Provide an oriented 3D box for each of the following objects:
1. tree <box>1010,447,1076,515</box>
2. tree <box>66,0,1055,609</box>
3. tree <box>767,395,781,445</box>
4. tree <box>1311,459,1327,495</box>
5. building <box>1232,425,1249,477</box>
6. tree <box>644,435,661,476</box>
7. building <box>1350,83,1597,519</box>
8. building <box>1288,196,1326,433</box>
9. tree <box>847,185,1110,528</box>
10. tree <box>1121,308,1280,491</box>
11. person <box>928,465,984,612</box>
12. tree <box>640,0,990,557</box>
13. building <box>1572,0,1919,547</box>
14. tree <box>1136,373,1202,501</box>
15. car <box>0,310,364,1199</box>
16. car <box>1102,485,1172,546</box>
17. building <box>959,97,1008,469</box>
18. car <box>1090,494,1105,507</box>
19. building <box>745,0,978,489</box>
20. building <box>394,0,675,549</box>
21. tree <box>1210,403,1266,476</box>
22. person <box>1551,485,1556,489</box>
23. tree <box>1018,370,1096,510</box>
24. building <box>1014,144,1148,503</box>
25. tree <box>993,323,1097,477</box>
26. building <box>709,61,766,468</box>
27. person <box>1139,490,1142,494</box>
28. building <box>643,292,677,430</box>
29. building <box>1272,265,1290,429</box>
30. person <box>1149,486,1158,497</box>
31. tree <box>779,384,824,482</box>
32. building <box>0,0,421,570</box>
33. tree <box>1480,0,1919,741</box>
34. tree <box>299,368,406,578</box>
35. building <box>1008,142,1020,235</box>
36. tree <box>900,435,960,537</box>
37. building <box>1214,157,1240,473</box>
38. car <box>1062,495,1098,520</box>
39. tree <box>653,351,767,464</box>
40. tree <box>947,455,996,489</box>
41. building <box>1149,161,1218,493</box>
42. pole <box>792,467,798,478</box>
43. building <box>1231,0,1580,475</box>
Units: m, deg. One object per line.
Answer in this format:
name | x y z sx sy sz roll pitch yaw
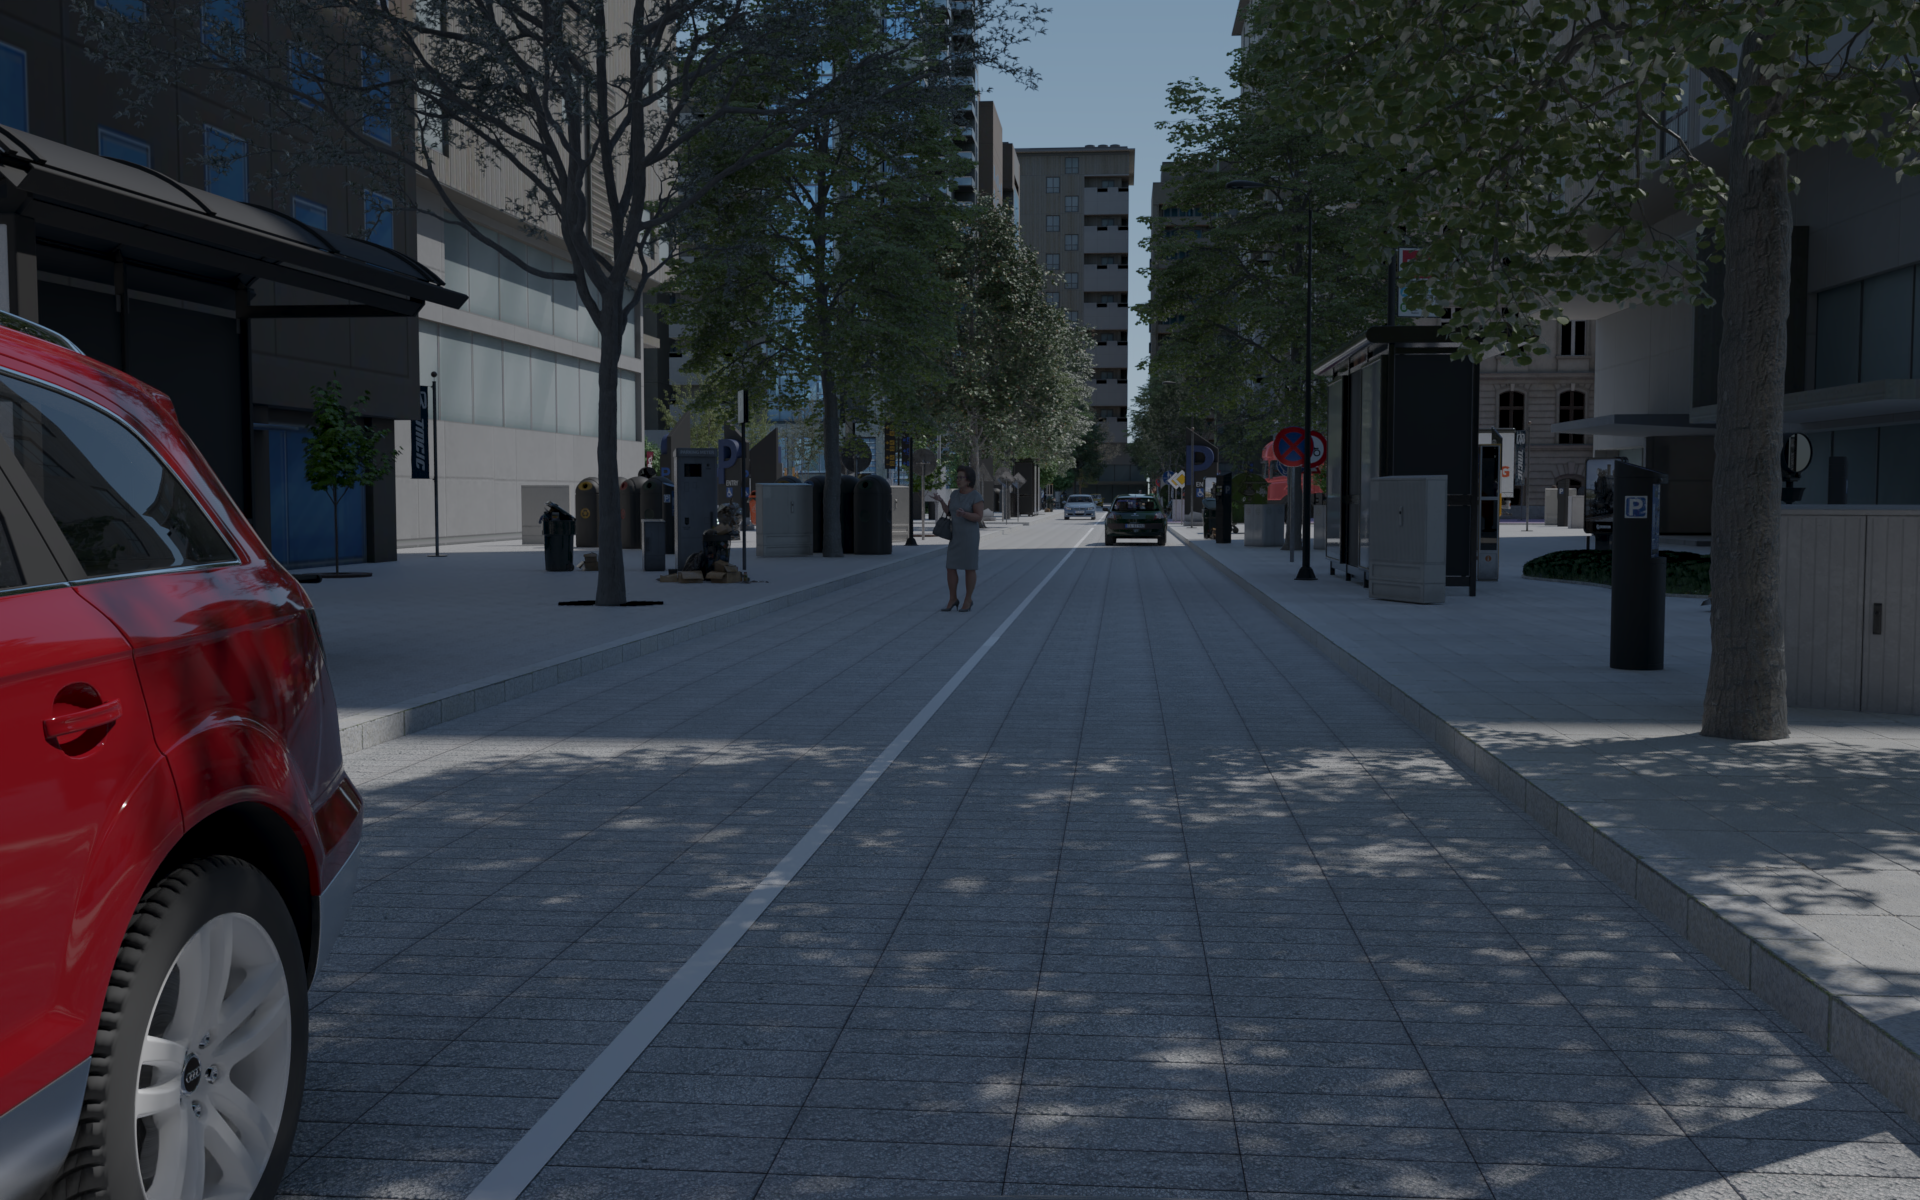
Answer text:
tree | 4.551 -7.615 108.226 4.285 4.588 4.351 0 3 0
tree | -4.070 -6.688 19.721 12.009 13.543 11.850 0 3 0
tree | -14.181 -10.424 120.798 4.737 8.622 4.395 0 3 0
tree | 14.921 -4.589 69.636 1.663 3.219 1.824 0 3 0
building | 40.243 -46.203 193.668 20.563 71.187 20.611 0 4 5
tree | -17.458 -6.858 95.846 4.285 4.588 4.351 0 3 0
building | 37.192 -16.666 91.573 34.723 24.649 14.460 0 4 5
building | 26.253 -15.890 108.951 9.793 20.994 18.267 0 4 5
tree | 0.512 -9.050 64.973 9.611 12.733 9.660 0 3 0
tree | 12.240 -9.203 84.884 7.601 10.594 8.767 -1 4 -11
person | -0.078 -0.747 21.076 0.716 1.782 0.532 3 4 38
tree | -2.874 -7.122 34.575 7.486 12.596 7.792 0 3 0
building | 29.371 -27.488 38.665 28.713 52.752 27.495 0 4 5
tree | 12.394 -9.228 101.239 4.360 8.622 3.978 0 3 0
car | -2.412 0.429 1.662 2.281 1.827 5.304 0 4 3
car | 5.046 -2.426 49.457 2.009 1.686 4.222 0 4 7
building | -2.647 -33.282 194.276 14.600 45.320 14.200 0 4 5
car | 14.558 -10.768 186.281 2.015 1.641 3.980 0 4 6
building | -8.348 -52.491 170.896 22.319 86.520 31.000 0 4 5
building | -24.399 -28.181 50.004 27.495 52.752 28.713 0 4 5
tree | 19.017 -10.297 118.717 4.737 8.622 4.395 0 3 0
person | 24.636 -3.866 71.959 0.529 1.795 0.600 0 4 -1
tree | 7.632 -13.348 143.999 9.928 11.665 9.643 0 3 0
building | 14.475 -41.047 260.360 27.495 52.752 28.713 0 4 5
tree | 4.710 -12.997 119.155 9.857 13.997 8.962 0 3 0
building | -21.533 -38.031 211.051 27.495 52.752 28.713 0 4 5
person | 15.127 -8.372 145.862 0.515 1.767 0.782 1 4 17
building | -47.041 -36.265 216.628 21.600 48.544 21.300 0 4 5
building | 31.742 -19.335 135.214 14.460 24.649 34.723 0 4 5
person | 8.956 -4.363 80.082 0.600 1.795 0.529 -2 4 -35
tree | -10.396 -10.155 116.402 4.360 8.622 3.978 0 3 0
building | -17.928 -22.975 25.746 14.600 45.320 14.200 0 4 5
tree | 4.308 -5.523 8.431 7.486 12.596 7.792 0 3 0
tree | -9.652 -1.959 26.626 1.663 3.219 1.824 0 3 0
building | -0.070 -34.662 216.840 14.200 45.320 14.600 0 4 5
tree | -1.134 -3.503 51.881 1.663 3.219 1.824 0 3 0
building | 38.266 -32.328 212.160 14.154 41.232 14.086 0 4 5
car | 6.750 -5.210 97.182 2.014 1.417 4.499 0 4 5
tree | -12.865 -8.336 86.659 4.737 8.622 4.395 0 3 0
tree | 0.466 -7.308 103.205 4.285 4.588 4.351 0 3 0
building | 38.523 -38.553 254.046 21.600 48.544 21.300 0 4 5
pole | -12.646 -8.437 131.792 0.158 3.312 0.155 0 3 0
building | 41.711 -35.500 169.656 28.713 52.752 27.495 0 4 5
